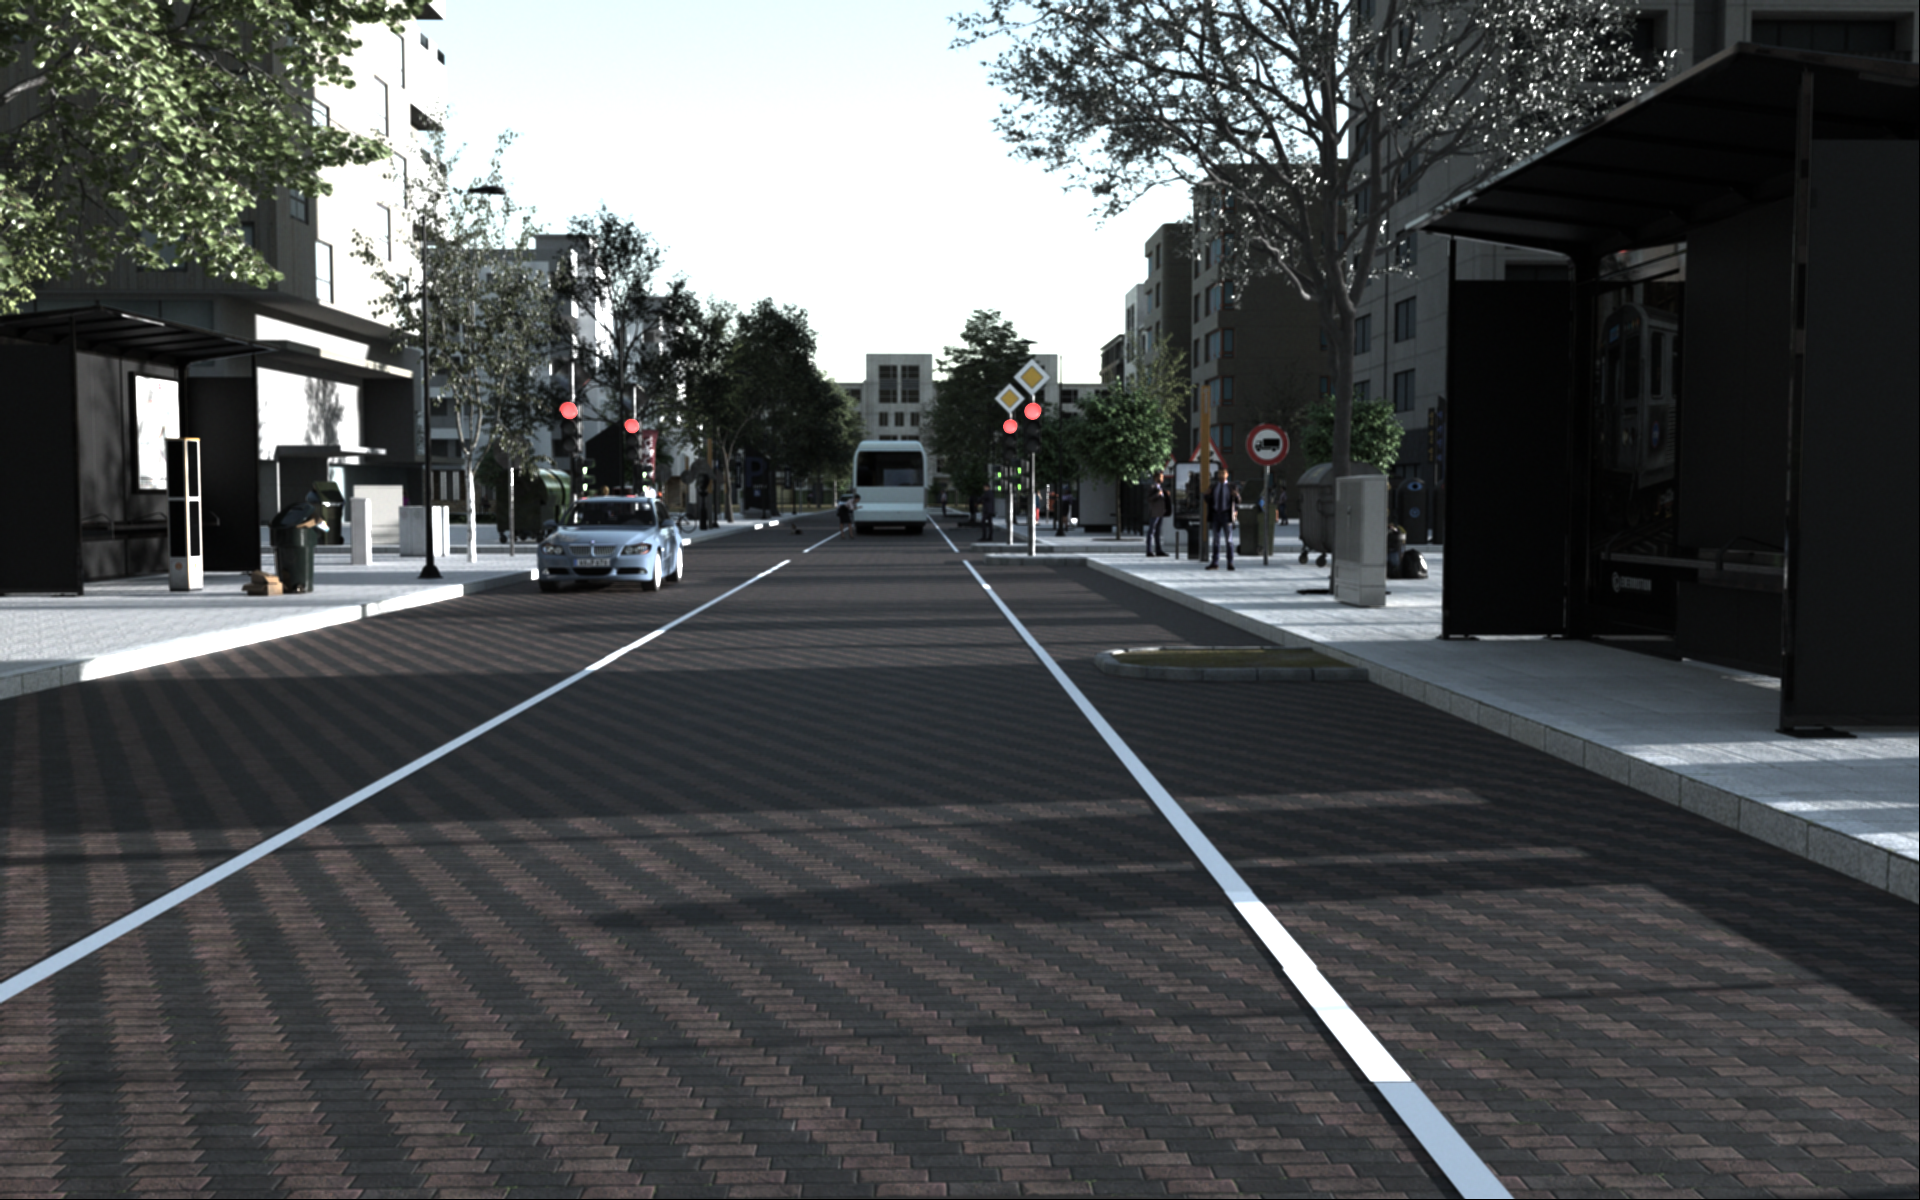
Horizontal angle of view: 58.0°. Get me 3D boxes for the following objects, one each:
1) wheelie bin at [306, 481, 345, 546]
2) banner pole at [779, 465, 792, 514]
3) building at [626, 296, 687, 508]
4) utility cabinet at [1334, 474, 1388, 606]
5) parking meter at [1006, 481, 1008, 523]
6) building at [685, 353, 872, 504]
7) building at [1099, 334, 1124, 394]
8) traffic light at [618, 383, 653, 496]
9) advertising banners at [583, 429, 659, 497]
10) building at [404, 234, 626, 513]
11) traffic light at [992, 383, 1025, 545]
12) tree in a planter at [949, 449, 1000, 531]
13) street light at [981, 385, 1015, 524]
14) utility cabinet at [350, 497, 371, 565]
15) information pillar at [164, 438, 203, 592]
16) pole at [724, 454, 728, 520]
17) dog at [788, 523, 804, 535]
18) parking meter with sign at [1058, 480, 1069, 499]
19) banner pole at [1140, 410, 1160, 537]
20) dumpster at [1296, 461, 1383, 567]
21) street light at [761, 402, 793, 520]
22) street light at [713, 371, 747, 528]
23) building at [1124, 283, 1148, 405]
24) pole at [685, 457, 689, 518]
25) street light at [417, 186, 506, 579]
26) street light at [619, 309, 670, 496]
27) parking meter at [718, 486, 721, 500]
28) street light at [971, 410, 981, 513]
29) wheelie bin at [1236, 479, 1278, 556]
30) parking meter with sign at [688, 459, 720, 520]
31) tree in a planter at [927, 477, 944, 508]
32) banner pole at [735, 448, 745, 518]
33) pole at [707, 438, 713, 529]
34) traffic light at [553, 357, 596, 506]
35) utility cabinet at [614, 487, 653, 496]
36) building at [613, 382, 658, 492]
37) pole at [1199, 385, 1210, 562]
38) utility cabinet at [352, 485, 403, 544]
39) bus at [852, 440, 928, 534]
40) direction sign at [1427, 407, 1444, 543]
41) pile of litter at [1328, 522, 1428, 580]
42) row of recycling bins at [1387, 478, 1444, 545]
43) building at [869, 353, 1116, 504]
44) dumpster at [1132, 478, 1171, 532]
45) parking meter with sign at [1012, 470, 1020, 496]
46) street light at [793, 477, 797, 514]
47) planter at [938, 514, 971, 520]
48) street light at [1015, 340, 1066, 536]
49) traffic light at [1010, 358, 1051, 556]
[{"bbox_3d":[-15.910,-2.168,43.358,0.693,1.594,0.980,3,4,37],"label":"wheelie bin"},{"bbox_3d":[-11.295,-7.463,112.042,0.863,3.779,0.401,0,4,3],"label":"banner pole"},{"bbox_3d":[-33.974,-18.772,163.339,16.016,20.091,11.380,0,4,-2],"label":"building"},{"bbox_3d":[4.615,-0.694,20.028,0.318,1.500,1.173,0,4,-2],"label":"utility cabinet"},{"bbox_3d":[2.202,-4.407,77.770,0.255,1.863,0.399,0,4,-7],"label":"parking meter"},{"bbox_3d":[-27.787,-21.901,224.539,31.486,18.905,16.747,0,4,-2],"label":"building"},{"bbox_3d":[36.256,-23.732,231.992,32.646,21.610,27.936,0,4,-2],"label":"building"},{"bbox_3d":[-8.180,-3.344,43.602,0.839,4.253,0.868,0,4,-2],"label":"traffic light"},{"bbox_3d":[-9.122,-3.080,46.551,2.074,3.025,0.090,-1,4,-18],"label":"advertising banners"},{"bbox_3d":[-33.163,-16.364,123.970,16.016,20.091,11.380,0,4,-2],"label":"building"},{"bbox_3d":[1.237,-3.362,43.888,0.839,4.253,0.868,0,4,-2],"label":"traffic light"},{"bbox_3d":[0.561,-4.363,68.562,1.991,3.239,1.994,0,4,-2],"label":"tree in a planter"},{"bbox_3d":[1.776,-6.210,74.079,1.470,5.913,1.316,0,4,-2],"label":"street light"},{"bbox_3d":[-10.997,-1.263,31.815,0.306,1.237,1.020,-1,4,-15],"label":"utility cabinet"},{"bbox_3d":[-10.224,-1.121,22.821,0.304,2.012,0.304,1,4,10],"label":"information pillar"},{"bbox_3d":[-11.770,-5.709,87.178,0.158,3.312,0.155,0,3,0],"label":"pole"},{"bbox_3d":[-5.719,-2.508,61.195,0.748,0.427,0.550,-1,4,-10],"label":"dog"},{"bbox_3d":[5.450,-5.843,91.800,0.543,3.016,1.738,-1,4,-14],"label":"parking meter with sign"},{"bbox_3d":[5.717,-3.778,51.780,0.863,3.779,0.401,-2,4,-30],"label":"banner pole"},{"bbox_3d":[6.807,-1.539,30.927,1.264,1.857,1.865,0,4,-2],"label":"dumpster"},{"bbox_3d":[-9.349,-7.020,87.325,1.470,5.913,1.316,0,4,-2],"label":"street light"},{"bbox_3d":[-8.699,-5.668,65.214,1.470,5.913,1.316,0,4,-2],"label":"street light"},{"bbox_3d":[23.394,-16.633,138.409,16.747,18.905,31.486,0,4,-2],"label":"building"},{"bbox_3d":[-14.835,-6.140,94.227,0.158,3.312,0.155,0,3,0],"label":"pole"},{"bbox_3d":[-7.534,-3.284,26.231,1.470,5.913,1.316,0,4,-2],"label":"street light"},{"bbox_3d":[-7.962,-4.343,43.548,1.470,5.913,1.316,0,4,-2],"label":"street light"},{"bbox_3d":[-15.571,-6.483,111.707,0.255,1.863,0.399,-1,4,-9],"label":"parking meter"},{"bbox_3d":[1.307,-7.536,95.752,1.470,5.913,1.316,0,4,-2],"label":"street light"},{"bbox_3d":[6.189,-1.728,36.167,0.693,1.594,0.980,-2,4,-33],"label":"wheelie bin"},{"bbox_3d":[-12.816,-5.521,86.528,0.543,3.016,1.738,3,5,40],"label":"parking meter with sign"},{"bbox_3d":[-2.453,-10.774,173.371,1.991,3.239,1.994,0,4,-2],"label":"tree in a planter"},{"bbox_3d":[-11.863,-6.338,93.643,0.401,3.779,0.863,3,4,38],"label":"banner pole"},{"bbox_3d":[-9.137,-4.248,63.296,0.158,3.312,0.155,0,3,0],"label":"pole"},{"bbox_3d":[-7.950,-2.856,35.620,0.839,4.253,0.868,0,4,-2],"label":"traffic light"},{"bbox_3d":[-9.772,-2.638,51.808,1.173,1.500,0.318,1,4,17],"label":"utility cabinet"},{"bbox_3d":[-29.582,-12.351,144.089,9.099,9.664,28.070,0,4,-2],"label":"building"},{"bbox_3d":[4.612,-2.373,32.640,0.158,3.312,0.155,0,3,0],"label":"pole"},{"bbox_3d":[-14.650,-2.136,43.599,1.173,1.500,0.318,-2,4,-25],"label":"utility cabinet"},{"bbox_3d":[-2.723,-4.350,65.985,2.948,3.499,13.247,0,4,-3],"label":"bus"},{"bbox_3d":[12.440,-3.265,45.373,0.379,3.537,0.876,-1,4,-9],"label":"direction sign"},{"bbox_3d":[6.376,-0.757,26.340,1.719,0.858,1.176,0,4,-8],"label":"pile of litter"},{"bbox_3d":[11.929,-2.257,44.016,3.534,1.692,1.069,0,4,7],"label":"row of recycling bins"},{"bbox_3d":[3.662,-22.008,226.286,31.486,18.905,16.747,0,4,-2],"label":"building"},{"bbox_3d":[6.519,-3.241,58.751,1.264,1.857,1.865,0,4,-2],"label":"dumpster"},{"bbox_3d":[3.311,-7.072,111.881,0.543,3.016,1.738,-3,5,-39],"label":"parking meter with sign"},{"bbox_3d":[-9.902,-8.346,108.996,1.470,5.913,1.316,0,4,-2],"label":"street light"},{"bbox_3d":[-0.211,-4.553,95.583,1.991,0.319,1.994,0,4,-2],"label":"planter"},{"bbox_3d":[2.506,-4.885,52.413,1.470,5.913,1.316,0,4,-2],"label":"street light"},{"bbox_3d":[1.467,-2.874,35.906,0.839,4.253,0.868,0,4,-2],"label":"traffic light"}]
